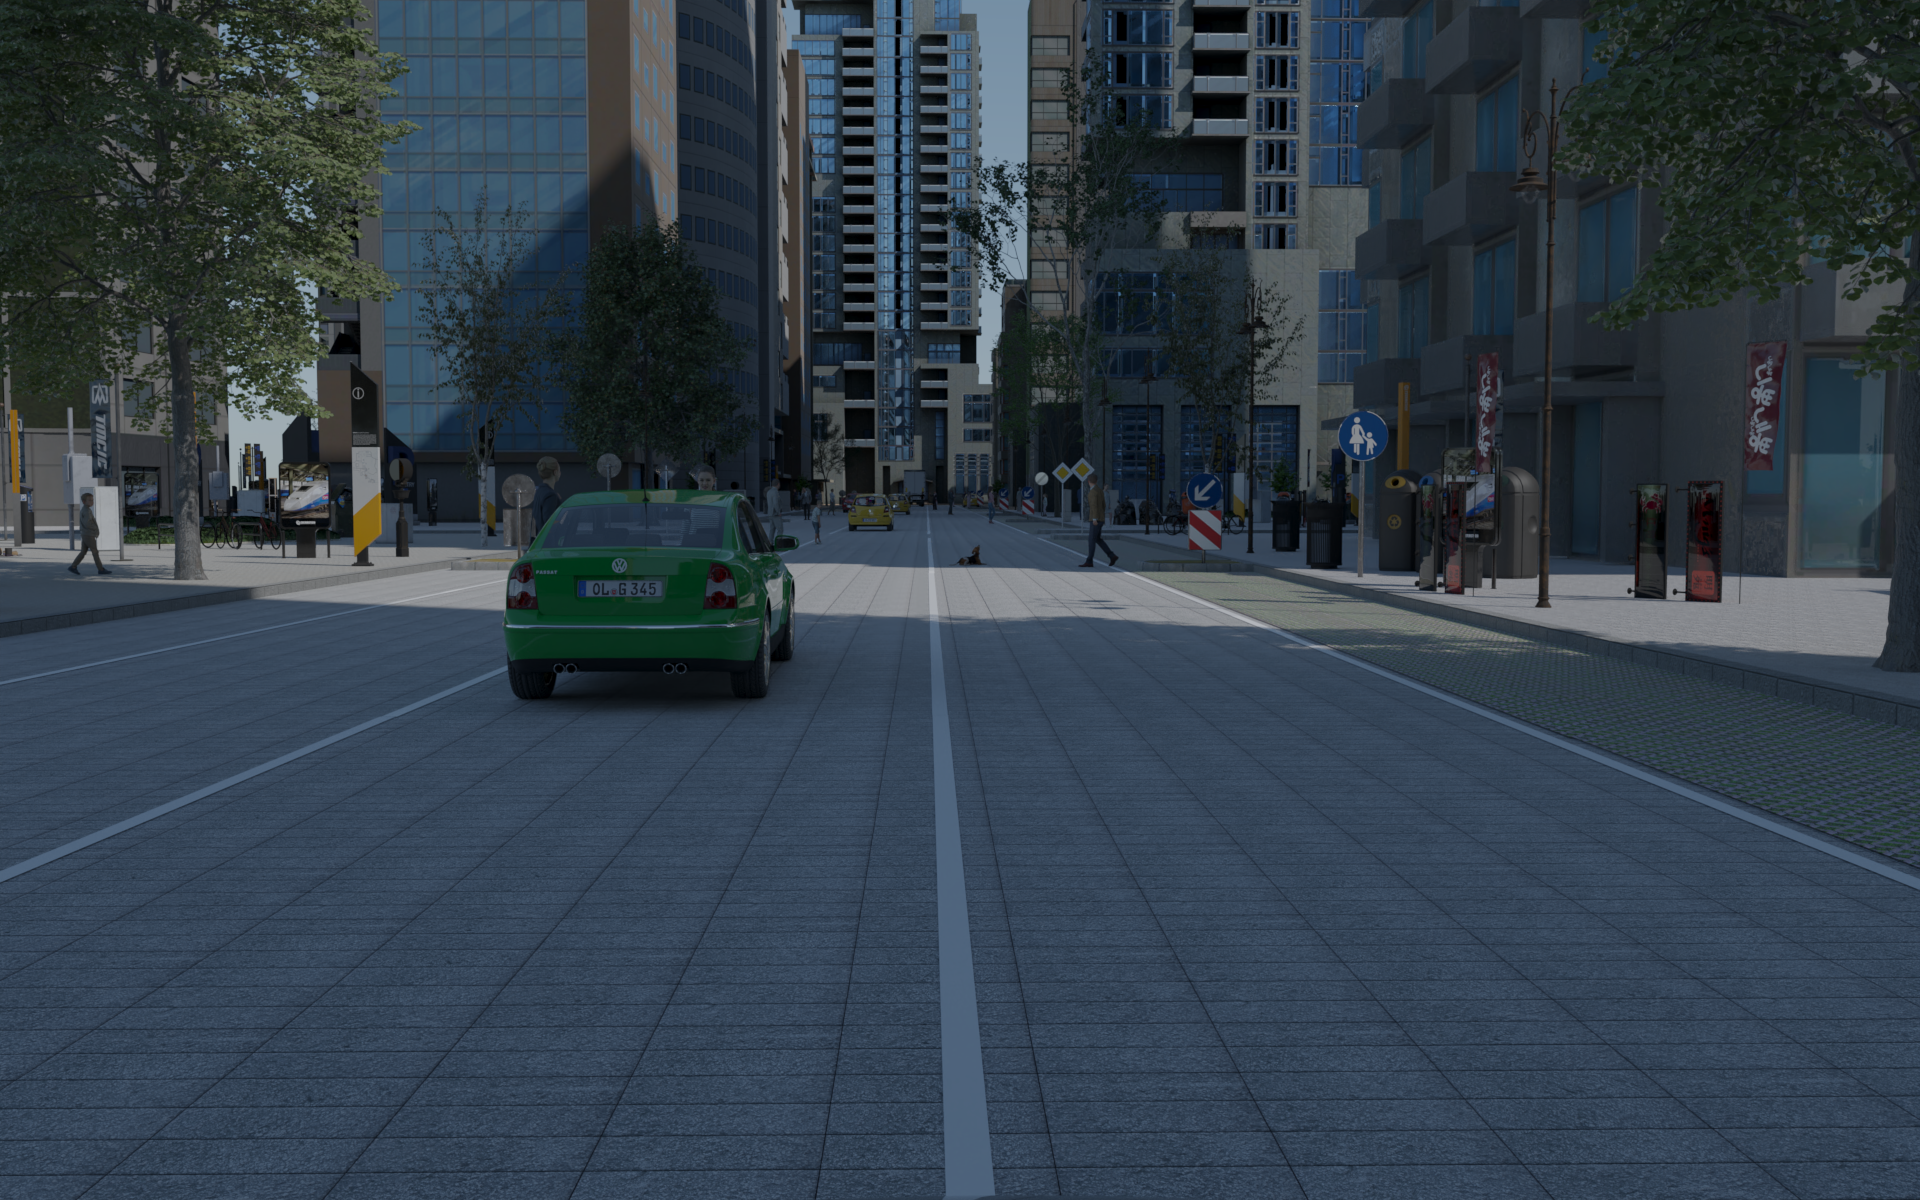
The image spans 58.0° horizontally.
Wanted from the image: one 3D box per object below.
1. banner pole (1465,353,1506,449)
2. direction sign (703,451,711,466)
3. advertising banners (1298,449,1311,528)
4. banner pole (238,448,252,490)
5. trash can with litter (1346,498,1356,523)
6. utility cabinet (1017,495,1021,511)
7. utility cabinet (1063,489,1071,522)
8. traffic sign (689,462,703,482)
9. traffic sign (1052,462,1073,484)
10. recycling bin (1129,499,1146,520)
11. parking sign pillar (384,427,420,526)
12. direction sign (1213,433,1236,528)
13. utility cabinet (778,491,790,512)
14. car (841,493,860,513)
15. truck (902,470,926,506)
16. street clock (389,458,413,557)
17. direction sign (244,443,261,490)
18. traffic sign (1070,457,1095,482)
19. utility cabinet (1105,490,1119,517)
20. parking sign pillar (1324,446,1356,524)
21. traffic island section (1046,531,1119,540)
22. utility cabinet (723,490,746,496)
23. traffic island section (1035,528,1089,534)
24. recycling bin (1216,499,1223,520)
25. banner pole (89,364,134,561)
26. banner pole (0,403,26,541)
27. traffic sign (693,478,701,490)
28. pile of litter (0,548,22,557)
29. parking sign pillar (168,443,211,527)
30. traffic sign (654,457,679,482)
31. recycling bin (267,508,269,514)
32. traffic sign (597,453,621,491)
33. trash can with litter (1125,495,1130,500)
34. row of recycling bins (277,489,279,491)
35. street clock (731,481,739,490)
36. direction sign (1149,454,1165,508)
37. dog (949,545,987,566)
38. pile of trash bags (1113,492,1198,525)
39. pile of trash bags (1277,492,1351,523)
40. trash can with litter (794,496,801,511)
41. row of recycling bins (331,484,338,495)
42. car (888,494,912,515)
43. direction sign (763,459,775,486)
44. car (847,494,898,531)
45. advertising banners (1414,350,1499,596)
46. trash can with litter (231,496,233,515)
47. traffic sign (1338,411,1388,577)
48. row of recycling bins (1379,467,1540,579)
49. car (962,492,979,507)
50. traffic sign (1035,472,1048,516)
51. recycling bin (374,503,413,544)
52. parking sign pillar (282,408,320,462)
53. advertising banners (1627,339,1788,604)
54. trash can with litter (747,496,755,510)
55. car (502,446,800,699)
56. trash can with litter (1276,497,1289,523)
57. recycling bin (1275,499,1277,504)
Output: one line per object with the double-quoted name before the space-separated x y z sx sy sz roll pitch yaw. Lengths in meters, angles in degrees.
"banner pole" 9.245 -2.495 30.816 0.863 3.779 0.401 2 4 30
"direction sign" -13.356 -6.112 91.923 0.379 3.537 0.876 1 4 23
"advertising banners" 13.221 -4.298 66.458 0.090 3.025 2.074 2 4 23
"banner pole" -39.215 -6.406 94.757 0.401 3.779 0.863 0 4 2
"trash can with litter" 17.158 -3.998 76.748 1.055 1.170 0.624 -1 4 -18
"utility cabinet" 4.383 -7.148 128.039 0.306 1.237 1.020 0 4 1
"utility cabinet" 4.919 -4.348 79.775 0.318 1.500 1.173 0 4 -4
"traffic sign" -9.441 -3.703 62.728 0.795 2.593 0.064 0 4 -1
"traffic sign" 3.751 -3.717 62.962 0.795 2.593 0.064 0 4 -1
"recycling bin" 8.900 -4.527 86.576 0.722 1.027 0.722 -2 4 -25
"parking sign pillar" -22.785 -5.022 70.578 1.447 3.967 1.447 2 4 32
"direction sign" 9.865 -4.442 64.616 0.876 3.537 0.379 -1 4 -9
"utility cabinet" -12.661 -6.985 122.882 1.173 1.500 0.318 0 4 6
"car" -8.067 -7.629 133.777 2.155 1.783 4.494 0 4 0
"truck" -5.406 -13.181 204.422 2.839 4.237 11.283 0 4 -2
"street clock" -11.376 -1.878 35.279 0.471 2.002 0.358 2 4 33
"direction sign" -31.573 -5.222 77.372 0.379 3.537 0.876 2 4 24
"traffic sign" 3.906 -3.229 54.979 0.795 2.593 0.064 0 4 -1
"utility cabinet" 7.988 -5.196 93.641 1.173 1.500 0.318 0 4 5
"parking sign pillar" 16.094 -5.207 73.603 1.447 3.967 1.447 0 4 5
"traffic island section" 3.929 -2.005 55.062 2.009 0.180 2.903 0 4 -1
"utility cabinet" -12.045 -5.130 92.556 1.173 1.500 0.318 1 4 11
"traffic island section" 3.774 -2.493 63.045 2.009 0.180 2.903 0 4 -1
"recycling bin" 12.680 -4.469 85.618 0.722 1.027 0.722 0 4 -3
"banner pole" -16.287 -2.638 33.145 0.863 3.779 0.401 1 4 15
"banner pole" -26.069 -3.522 47.610 0.863 3.779 0.401 0 4 4
"traffic sign" -11.392 -4.641 75.985 0.768 2.556 0.104 0 4 8
"pile of litter" -20.246 -1.324 35.610 1.719 0.858 1.176 1 4 11
"parking sign pillar" -27.593 -4.495 61.972 1.447 3.967 1.447 0 4 0
"traffic sign" -9.286 -3.214 54.744 0.795 2.593 0.064 0 4 -1
"recycling bin" -44.688 -6.079 111.951 0.722 1.027 0.722 -1 4 -9
"traffic sign" -10.985 -3.309 54.208 0.768 2.556 0.104 0 4 0
"trash can with litter" 9.604 -5.434 99.910 1.678 1.210 2.233 0 4 -3
"row of recycling bins" -52.457 -7.782 134.356 1.069 1.692 3.534 1 4 10
"street clock" -12.882 -5.787 99.184 0.471 2.002 0.358 2 4 30
"direction sign" 11.088 -6.448 97.418 0.876 3.537 0.379 0 4 -2
"dog" 0.156 -0.900 34.909 0.748 0.427 0.550 0 4 7
"pile of trash bags" 8.046 -3.800 71.875 3.447 1.369 1.912 0 4 8
"pile of trash bags" 16.057 -4.194 78.323 3.447 1.369 1.912 0 4 3
"trash can with litter" -12.576 -7.545 134.749 0.624 1.170 1.055 0 4 -3
"row of recycling bins" -27.064 -4.021 72.863 1.069 1.692 3.534 1 4 9
"car" -4.335 -6.717 120.053 2.015 1.641 3.980 0 4 0
"direction sign" -12.437 -7.403 113.037 0.876 3.537 0.379 -3 4 -37
"car" -3.472 -3.536 68.031 2.015 1.641 3.980 0 4 -1
"advertising banners" 6.351 -1.590 22.192 0.090 3.025 2.074 -1 4 -11
"trash can with litter" -37.697 -4.835 90.101 1.678 1.210 2.233 1 4 14
"traffic sign" 6.167 -1.620 26.600 0.768 2.556 0.104 0 4 1
"row of recycling bins" 7.964 -1.264 27.774 1.069 1.692 3.534 -1 4 -21
"car" 1.193 -10.692 185.039 2.015 1.641 3.980 0 4 -1
"traffic sign" 4.730 -6.134 100.404 0.768 2.556 0.104 0 4 2
"recycling bin" -14.746 -1.993 45.133 0.722 1.027 0.722 1 4 11
"parking sign pillar" -19.966 -3.916 52.497 1.447 3.967 1.447 2 4 35
"advertising banners" 8.831 -1.490 20.544 0.090 3.025 2.074 -2 4 -29
"trash can with litter" -12.591 -5.638 103.572 0.624 1.170 1.055 -1 4 -16
"car" -2.273 -0.287 13.493 1.959 1.807 4.718 0 4 -2
"trash can with litter" 13.656 -3.783 73.237 0.624 1.170 1.055 1 4 17
"recycling bin" 18.279 -5.247 98.348 0.722 1.027 0.722 1 4 17
